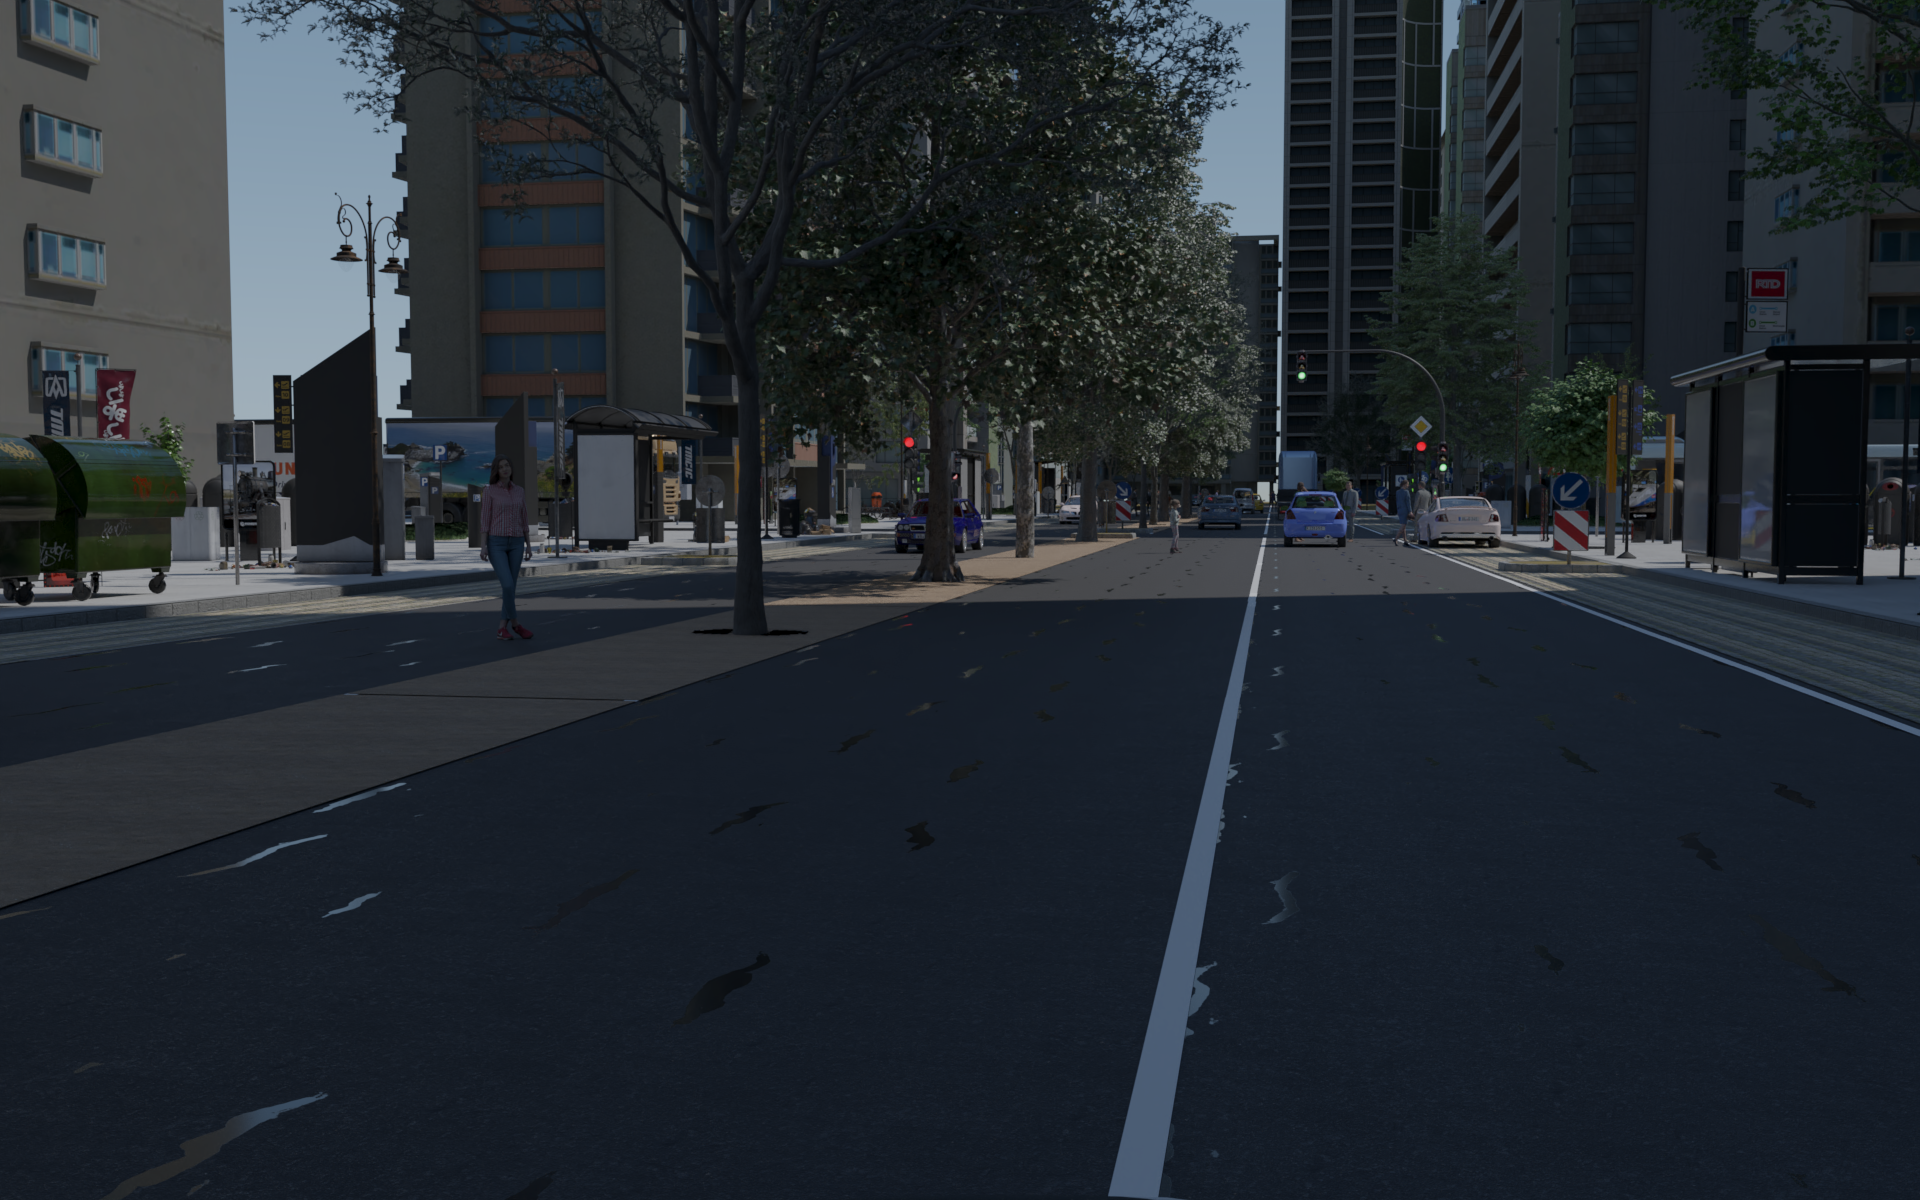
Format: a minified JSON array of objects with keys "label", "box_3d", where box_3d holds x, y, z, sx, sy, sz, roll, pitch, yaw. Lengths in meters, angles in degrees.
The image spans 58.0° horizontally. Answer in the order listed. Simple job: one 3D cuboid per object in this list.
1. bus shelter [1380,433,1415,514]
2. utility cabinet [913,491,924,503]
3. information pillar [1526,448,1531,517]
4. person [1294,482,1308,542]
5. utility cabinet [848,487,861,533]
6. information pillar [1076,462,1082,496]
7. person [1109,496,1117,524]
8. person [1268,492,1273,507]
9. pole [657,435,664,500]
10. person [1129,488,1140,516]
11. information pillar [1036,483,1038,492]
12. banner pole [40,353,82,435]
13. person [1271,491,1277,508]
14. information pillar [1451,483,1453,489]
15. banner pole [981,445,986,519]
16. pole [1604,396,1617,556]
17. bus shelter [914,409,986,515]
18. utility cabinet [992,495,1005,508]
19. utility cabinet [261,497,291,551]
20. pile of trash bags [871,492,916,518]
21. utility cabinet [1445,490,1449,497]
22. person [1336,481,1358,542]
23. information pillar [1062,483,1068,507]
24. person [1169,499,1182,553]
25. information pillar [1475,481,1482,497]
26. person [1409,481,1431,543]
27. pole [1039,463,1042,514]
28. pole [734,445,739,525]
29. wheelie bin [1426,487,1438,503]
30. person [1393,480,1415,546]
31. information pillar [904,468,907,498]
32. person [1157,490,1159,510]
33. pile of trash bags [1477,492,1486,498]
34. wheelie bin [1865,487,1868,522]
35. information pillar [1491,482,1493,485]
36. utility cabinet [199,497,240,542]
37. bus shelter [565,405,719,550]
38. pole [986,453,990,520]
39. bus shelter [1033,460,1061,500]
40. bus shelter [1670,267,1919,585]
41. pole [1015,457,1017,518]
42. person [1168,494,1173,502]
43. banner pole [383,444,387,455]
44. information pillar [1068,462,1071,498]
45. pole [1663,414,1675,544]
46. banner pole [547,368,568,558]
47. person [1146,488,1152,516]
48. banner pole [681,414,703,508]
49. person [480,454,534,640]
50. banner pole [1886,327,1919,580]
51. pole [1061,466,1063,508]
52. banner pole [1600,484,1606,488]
[{"label":"bus shelter","box_3d":[28.357,-8.220,112.028,2.179,5.291,8.768,1,4,10]},{"label":"utility cabinet","box_3d":[-2.590,-6.540,115.606,1.173,1.500,0.318,2,4,29]},{"label":"information pillar","box_3d":[25.082,-5.203,76.431,0.183,3.616,0.504,0,4,1]},{"label":"person","box_3d":[10.232,-2.654,52.143,0.529,1.795,0.600,-3,4,-37]},{"label":"utility cabinet","box_3d":[-3.451,-2.946,56.841,0.318,1.500,1.173,-1,4,-10]},{"label":"information pillar","box_3d":[8.589,-8.144,124.510,0.504,3.616,0.183,3,4,37]},{"label":"person","box_3d":[7.324,-4.558,83.202,0.511,1.800,0.466,3,5,42]},{"label":"person","box_3d":[34.406,-11.104,191.526,0.593,1.643,0.415,0,4,4]},{"label":"pole","box_3d":[-10.179,-3.974,58.817,0.158,3.312,0.155,0,3,0]},{"label":"person","box_3d":[11.123,-6.247,110.597,0.822,1.834,0.622,1,4,13]},{"label":"information pillar","box_3d":[4.908,-6.694,113.945,0.304,2.012,0.304,-3,4,-39]},{"label":"banner pole","box_3d":[-15.908,-2.499,30.874,0.863,3.779,0.401,0,4,-3]},{"label":"person","box_3d":[31.400,-10.014,172.678,0.683,1.767,0.568,-2,4,-28]},{"label":"information pillar","box_3d":[26.421,-5.385,92.537,0.304,2.012,0.304,-3,4,-36]},{"label":"banner pole","box_3d":[1.225,-6.078,89.389,0.401,3.779,0.863,0,4,5]},{"label":"pole","box_3d":[13.544,-2.579,36.014,0.158,3.312,0.155,0,3,0]},{"label":"bus shelter","box_3d":[-0.573,-6.304,80.705,2.179,5.291,8.768,1,4,10]},{"label":"utility cabinet","box_3d":[2.922,-7.157,128.182,0.306,1.237,1.020,2,4,35]},{"label":"utility cabinet","box_3d":[-15.579,-1.729,39.438,0.306,1.237,1.020,0,4,1]},{"label":"pile of trash bags","box_3d":[-3.496,-5.112,93.326,1.912,1.369,3.447,3,5,41]},{"label":"utility cabinet","box_3d":[26.622,-5.269,94.830,0.318,1.500,1.173,-1,4,-20]},{"label":"person","box_3d":[11.588,-2.634,51.658,0.391,1.810,0.635,-3,5,-44]},{"label":"information pillar","box_3d":[7.044,-6.835,116.243,0.304,2.012,0.304,-1,4,-21]},{"label":"person","box_3d":[5.240,-1.791,42.056,0.394,1.301,0.425,-1,4,-17]},{"label":"information pillar","box_3d":[29.710,-5.791,99.168,0.304,2.012,0.304,-2,4,-28]},{"label":"person","box_3d":[13.526,-2.578,50.759,0.694,1.812,0.767,-2,4,-33]},{"label":"pole","box_3d":[5.186,-7.235,112.135,0.158,3.312,0.155,0,3,0]},{"label":"pole","box_3d":[-9.363,-4.827,72.758,0.158,3.312,0.155,0,3,0]},{"label":"wheelie bin","box_3d":[21.141,-4.274,77.784,0.693,1.594,0.980,2,4,27]},{"label":"person","box_3d":[12.159,-2.392,47.640,0.654,1.822,0.581,-1,4,-13]},{"label":"information pillar","box_3d":[-3.261,-6.845,103.272,0.183,3.616,0.504,0,4,7]},{"label":"person","box_3d":[17.893,-8.973,155.745,0.750,1.759,0.617,-2,4,-24]},{"label":"pile of trash bags","box_3d":[22.388,-3.999,75.136,1.912,1.369,3.447,0,4,5]},{"label":"wheelie bin","box_3d":[16.722,-1.527,32.876,0.693,1.594,0.980,-1,4,-22]},{"label":"information pillar","box_3d":[31.331,-5.999,102.568,0.304,2.012,0.304,3,4,37]},{"label":"utility cabinet","box_3d":[-19.679,-2.139,46.128,1.020,1.237,0.306,0,4,2]},{"label":"bus shelter","box_3d":[-7.662,-2.937,41.944,2.014,3.302,5.546,1,4,10]},{"label":"pole","box_3d":[1.405,-5.658,86.357,0.158,3.312,0.155,0,3,0]},{"label":"bus shelter","box_3d":[5.754,-7.861,119.813,1.731,3.624,6.357,1,4,10]},{"label":"bus shelter","box_3d":[13.167,-3.110,28.487,2.179,5.291,8.768,1,4,10]},{"label":"pole","box_3d":[3.005,-5.955,91.210,0.158,3.312,0.155,0,3,0]},{"label":"person","box_3d":[19.339,-9.072,160.089,1.065,1.426,0.557,-1,4,-11]},{"label":"banner pole","box_3d":[-25.163,-5.248,75.821,0.863,3.779,0.401,0,4,1]},{"label":"information pillar","box_3d":[7.890,-8.176,125.027,0.183,3.616,0.504,1,4,18]},{"label":"pole","box_3d":[18.184,-3.093,44.409,0.158,3.312,0.155,0,3,0]},{"label":"banner pole","box_3d":[-7.961,-2.715,34.414,0.401,3.779,0.863,-2,4,-29]},{"label":"person","box_3d":[12.379,-6.394,112.814,0.659,1.850,0.755,0,4,-6]},{"label":"banner pole","box_3d":[-8.363,-3.940,54.435,0.863,3.779,0.401,-1,4,-18]},{"label":"person","box_3d":[-4.482,-0.522,17.042,0.388,1.821,0.555,3,5,39]},{"label":"banner pole","box_3d":[14.427,-2.198,25.961,0.863,3.779,0.401,1,4,11]},{"label":"pole","box_3d":[7.328,-7.993,124.525,0.158,3.312,0.155,0,3,0]},{"label":"banner pole","box_3d":[30.072,-5.523,80.324,0.401,3.779,0.863,-3,4,-38]}]
